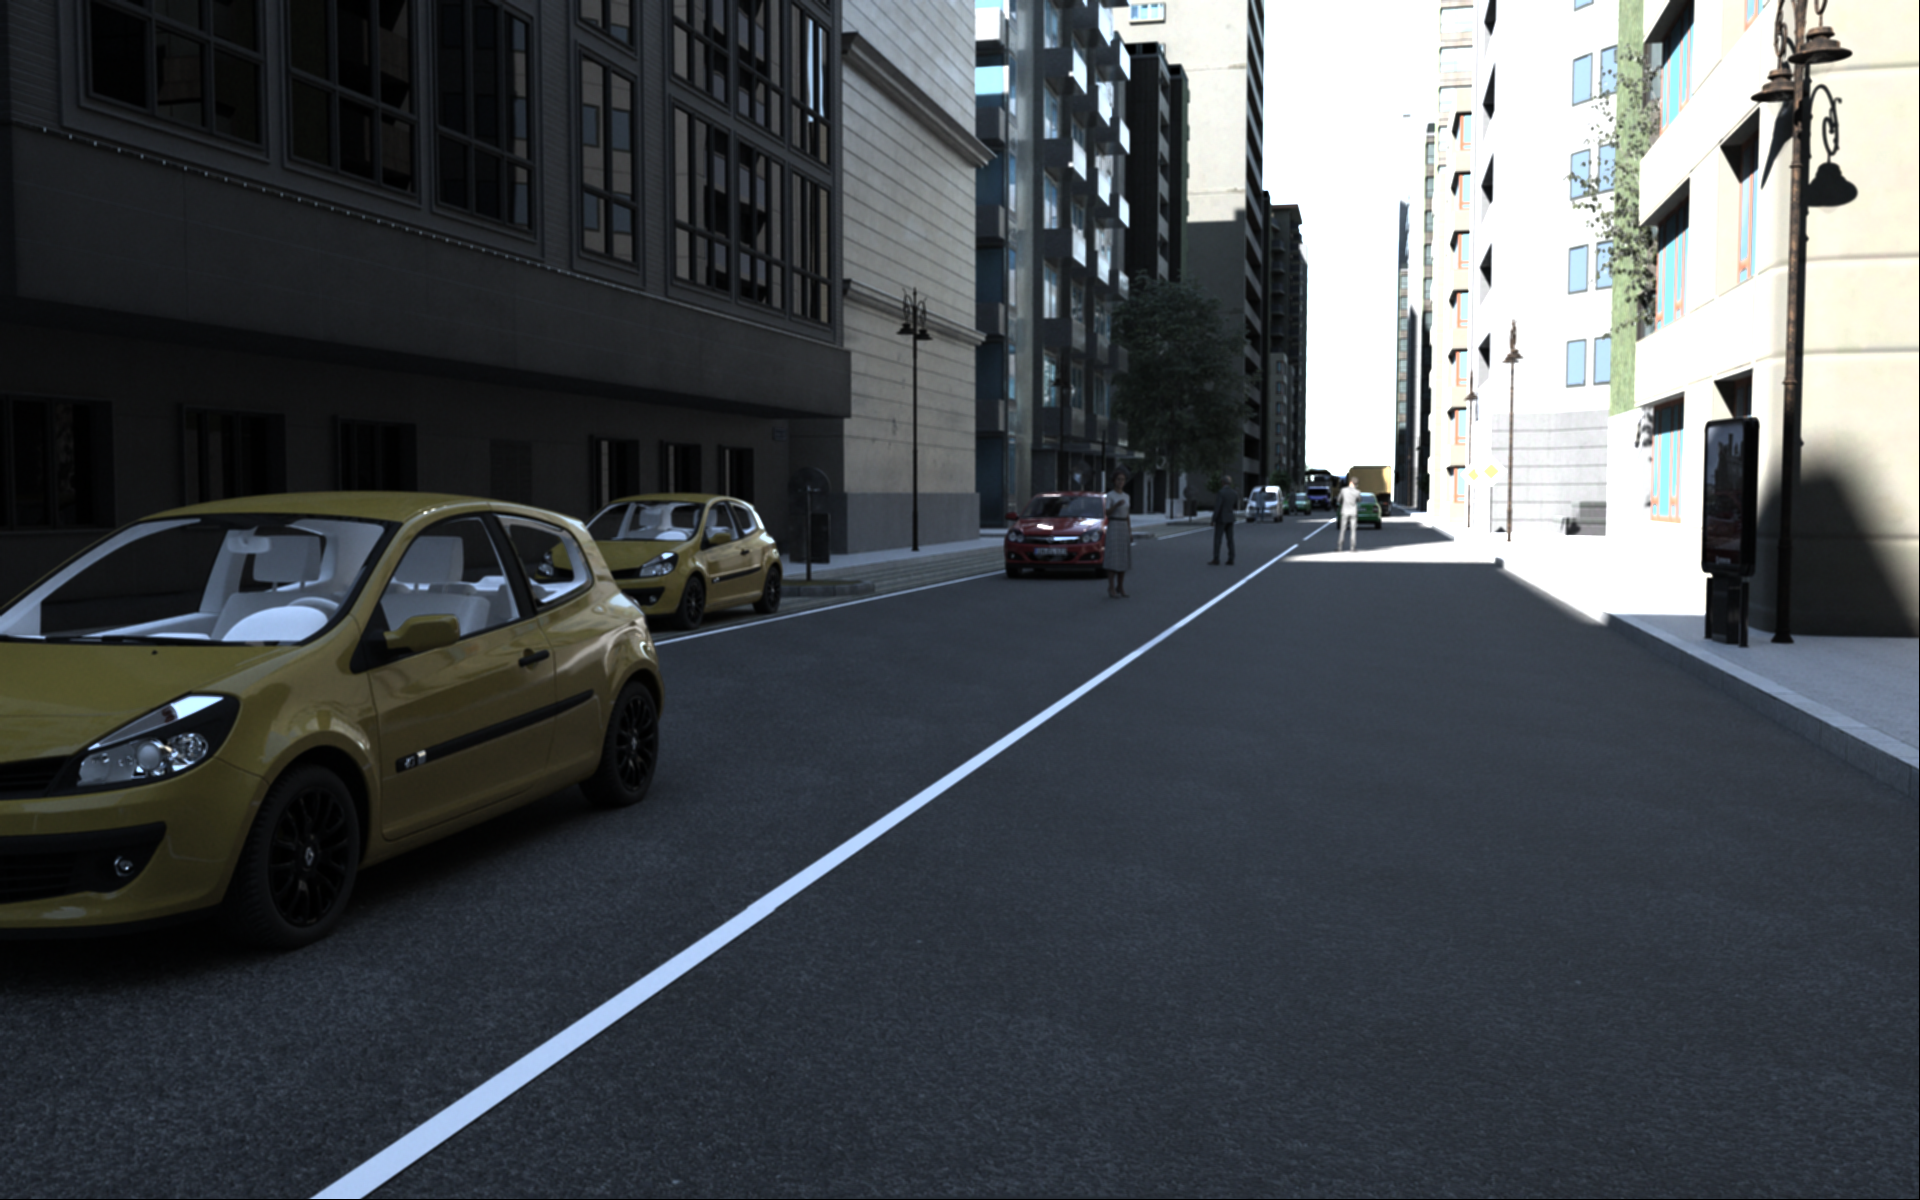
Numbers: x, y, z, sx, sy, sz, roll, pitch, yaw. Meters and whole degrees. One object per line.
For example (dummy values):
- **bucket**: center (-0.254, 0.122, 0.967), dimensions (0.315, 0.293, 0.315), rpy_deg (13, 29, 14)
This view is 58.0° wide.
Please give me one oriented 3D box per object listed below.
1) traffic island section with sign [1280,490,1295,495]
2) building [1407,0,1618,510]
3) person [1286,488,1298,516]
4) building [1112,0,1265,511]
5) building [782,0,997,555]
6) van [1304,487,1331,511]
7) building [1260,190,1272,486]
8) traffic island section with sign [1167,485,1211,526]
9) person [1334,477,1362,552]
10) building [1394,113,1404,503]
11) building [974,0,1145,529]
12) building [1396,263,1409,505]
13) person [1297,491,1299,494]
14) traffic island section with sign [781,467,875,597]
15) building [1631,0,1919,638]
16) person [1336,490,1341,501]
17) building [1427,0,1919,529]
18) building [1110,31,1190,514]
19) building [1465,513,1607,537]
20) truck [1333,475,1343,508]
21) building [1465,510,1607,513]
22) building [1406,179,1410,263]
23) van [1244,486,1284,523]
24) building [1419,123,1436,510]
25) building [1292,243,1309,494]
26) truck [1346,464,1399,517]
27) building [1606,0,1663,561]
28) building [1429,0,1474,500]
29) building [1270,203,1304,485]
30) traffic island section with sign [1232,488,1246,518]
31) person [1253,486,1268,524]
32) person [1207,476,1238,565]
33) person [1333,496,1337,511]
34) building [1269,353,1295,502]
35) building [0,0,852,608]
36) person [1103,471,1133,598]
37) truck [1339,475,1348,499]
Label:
- **traffic island section with sign**: center (34.639, -10.498, 180.272), dimensions (1.989, 1.847, 2.006), rpy_deg (1, 4, 13)
- **building**: center (58.368, -39.226, 183.338), dimensions (21.231, 58.520, 28.212), rpy_deg (1, 4, 13)
- **person**: center (22.141, -6.539, 115.514), dimensions (0.694, 1.812, 0.767), rpy_deg (-3, 4, -38)
- **building**: center (13.450, -31.719, 142.301), dimensions (21.300, 48.544, 21.600), rpy_deg (1, 4, 13)
- **building**: center (-11.699, -15.744, 44.802), dimensions (23.554, 28.519, 14.401), rpy_deg (1, 4, 13)
- **van**: center (30.675, -8.800, 148.270), dimensions (2.240, 2.365, 5.245), rpy_deg (1, 4, 15)
- **building**: center (21.083, -23.710, 159.360), dimensions (14.160, 30.474, 14.107), rpy_deg (1, 4, 13)
- **traffic island section with sign**: center (10.501, -4.287, 78.721), dimensions (1.989, 1.847, 2.006), rpy_deg (1, 4, 13)
- **person**: center (9.656, -2.127, 43.077), dimensions (0.655, 1.846, 0.447), rpy_deg (1, 4, 12)
- **building**: center (77.699, -44.243, 265.368), dimensions (21.231, 58.520, 28.212), rpy_deg (1, 4, 13)
- **building**: center (-4.574, -27.980, 77.088), dimensions (23.786, 49.044, 30.456), rpy_deg (1, 4, 13)
- **building**: center (61.687, -27.137, 215.386), dimensions (14.160, 30.474, 14.107), rpy_deg (1, 4, 13)
- **person**: center (37.632, -11.283, 192.991), dimensions (0.705, 1.823, 1.348), rpy_deg (1, 4, 18)
- **traffic island section with sign**: center (-2.305, -0.994, 24.886), dimensions (1.989, 1.847, 2.006), rpy_deg (1, 4, 13)
- **building**: center (19.574, -9.878, 6.551), dimensions (27.650, 21.520, 28.899), rpy_deg (1, 4, 13)
- **person**: center (28.869, -7.458, 131.148), dimensions (0.721, 1.735, 1.217), rpy_deg (-2, 4, -24)
- **building**: center (37.878, -14.675, 84.972), dimensions (27.650, 21.520, 28.899), rpy_deg (1, 4, 13)
- **building**: center (7.120, -20.867, 112.873), dimensions (14.160, 30.474, 14.107), rpy_deg (1, 4, 13)
- **building**: center (32.244, -31.496, 56.962), dimensions (28.212, 58.520, 21.231), rpy_deg (1, 4, 13)
- **truck**: center (37.957, -11.214, 179.265), dimensions (3.469, 3.379, 9.791), rpy_deg (1, 4, 13)
- **building**: center (52.264, -37.498, 155.098), dimensions (21.231, 58.520, 28.212), rpy_deg (1, 4, 13)
- **building**: center (72.268, -37.704, 236.067), dimensions (23.786, 49.044, 30.456), rpy_deg (1, 4, 13)
- **van**: center (15.601, -4.990, 88.598), dimensions (2.013, 2.044, 4.112), rpy_deg (1, 4, 14)
- **building**: center (43.543, -22.300, 136.313), dimensions (14.160, 30.474, 14.107), rpy_deg (1, 4, 13)
- **building**: center (48.001, -36.244, 276.184), dimensions (14.154, 41.232, 14.086), rpy_deg (1, 4, 13)
- **truck**: center (26.627, -7.113, 112.218), dimensions (3.469, 3.379, 9.791), rpy_deg (1, 4, 15)
- **building**: center (21.006, -16.178, 36.204), dimensions (14.160, 30.474, 14.107), rpy_deg (1, 4, 13)
- **building**: center (39.530, -26.572, 118.045), dimensions (14.154, 41.232, 14.086), rpy_deg (1, 4, 13)
- **building**: center (39.003, -36.766, 255.742), dimensions (22.147, 44.769, 28.867), rpy_deg (1, 4, 13)
- **traffic island section with sign**: center (16.736, -5.891, 104.948), dimensions (1.989, 1.847, 2.006), rpy_deg (1, 4, 13)
- **person**: center (14.182, -4.468, 81.822), dimensions (0.793, 1.790, 0.793), rpy_deg (-1, 4, -8)
- **person**: center (5.337, -1.627, 35.280), dimensions (0.661, 1.801, 0.590), rpy_deg (-3, 4, -36)
- **person**: center (31.218, -8.050, 143.299), dimensions (0.628, 1.438, 0.799), rpy_deg (1, 4, 17)
- **building**: center (29.470, -23.489, 229.080), dimensions (27.650, 21.520, 28.899), rpy_deg (1, 4, 13)
- **building**: center (-11.609, -14.144, 24.768), dimensions (14.314, 27.812, 24.014), rpy_deg (1, 4, 13)
- **person**: center (2.237, -0.914, 24.022), dimensions (0.480, 1.755, 0.524), rpy_deg (-3, 4, -37)
- **truck**: center (53.614, -15.573, 244.374), dimensions (2.967, 4.110, 18.799), rpy_deg (1, 4, 12)
